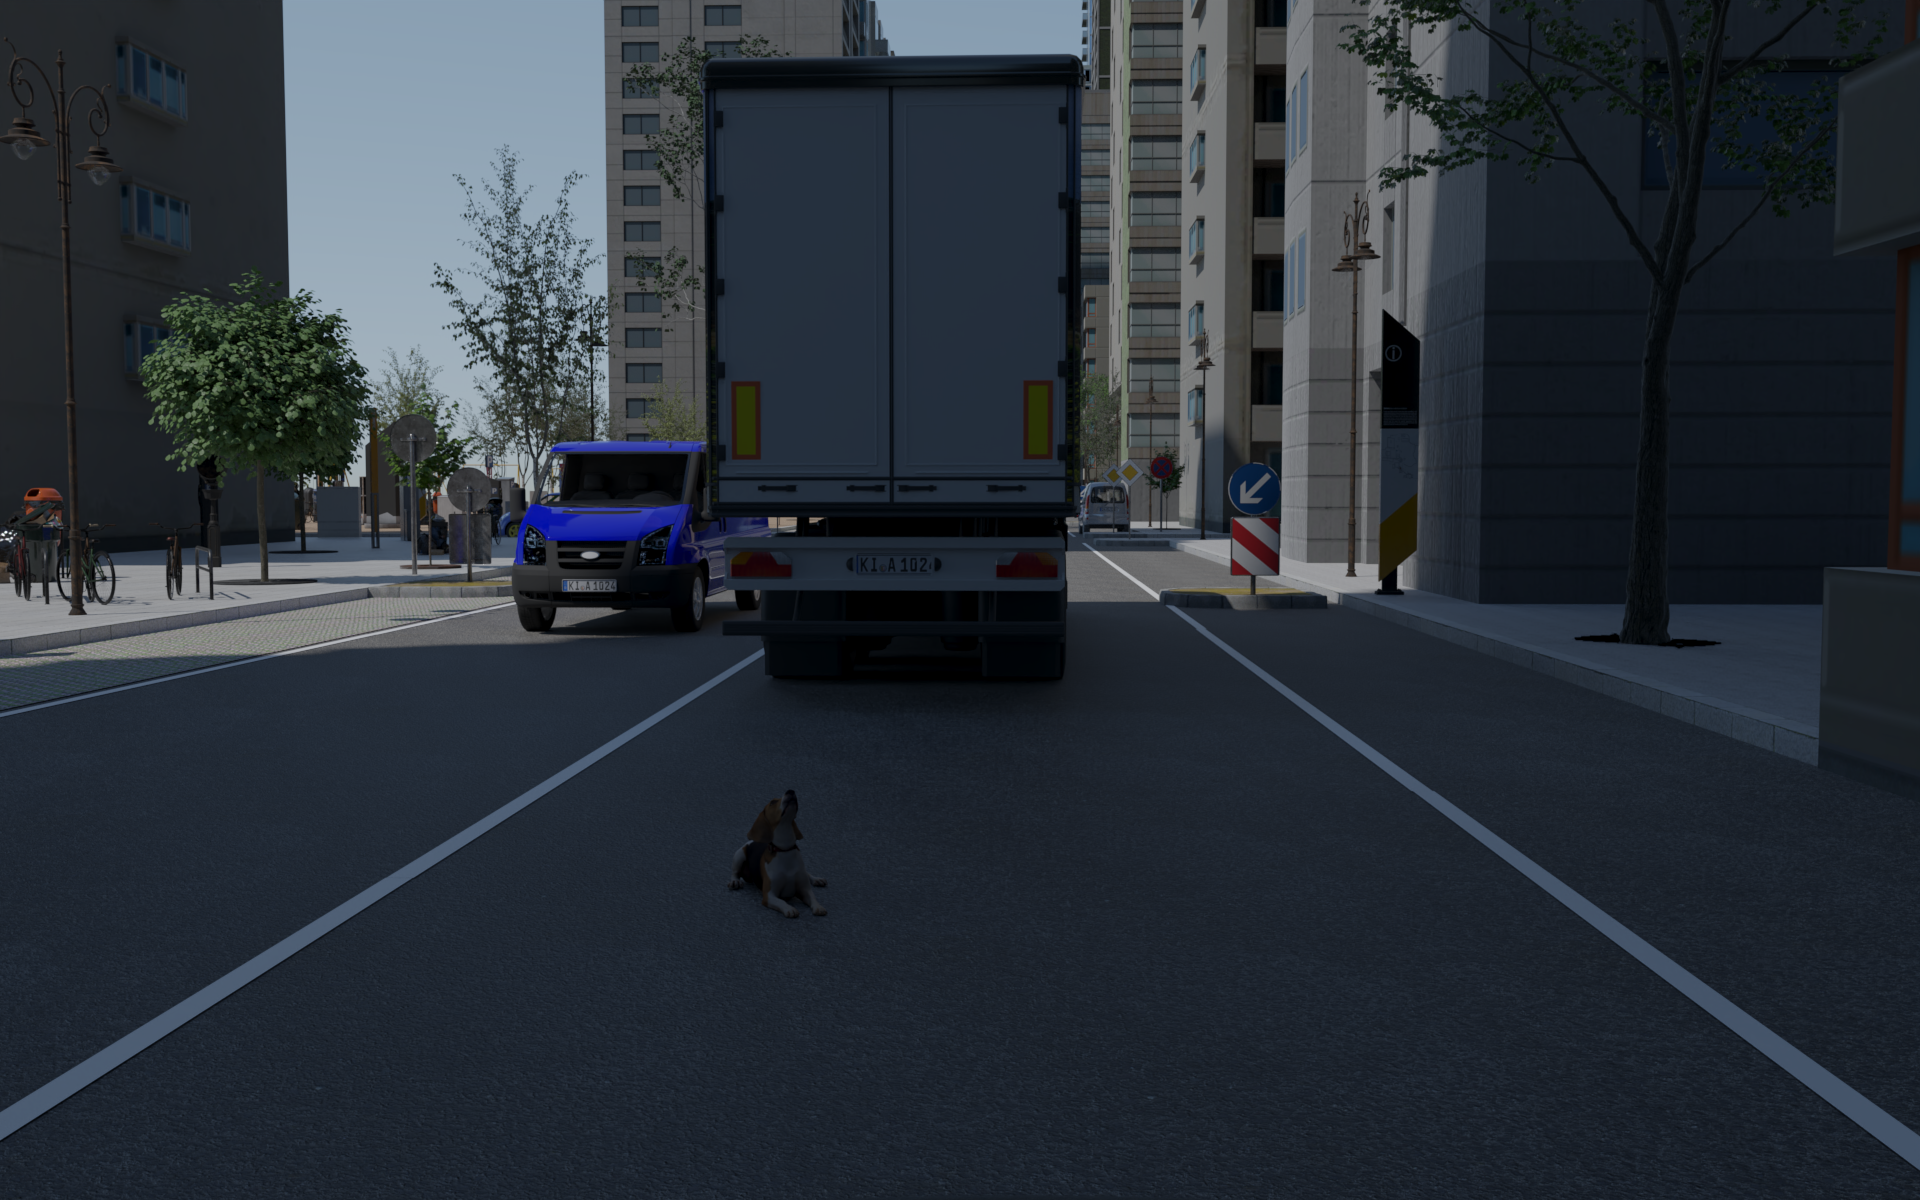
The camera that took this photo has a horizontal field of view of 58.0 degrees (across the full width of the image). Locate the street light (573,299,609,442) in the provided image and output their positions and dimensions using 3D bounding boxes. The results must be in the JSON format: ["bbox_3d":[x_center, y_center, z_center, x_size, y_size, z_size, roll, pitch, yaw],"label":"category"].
[{"bbox_3d":[-8.631,-4.152,40.671,0.468,5.910,1.993,0,4,2],"label":"street light"}]

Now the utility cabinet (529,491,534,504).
[{"bbox_3d":[-28.943,-6.741,118.901,1.173,1.500,0.318,-1,4,-20],"label":"utility cabinet"}]

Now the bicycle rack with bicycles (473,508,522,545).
[{"bbox_3d":[-11.319,-1.825,43.220,2.852,0.926,2.925,0,4,5],"label":"bicycle rack with bicycles"}]

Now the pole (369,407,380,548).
[{"bbox_3d":[-13.813,-2.874,40.839,0.158,3.312,0.155,0,3,0],"label":"pole"}]

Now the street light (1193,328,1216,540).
[{"bbox_3d":[6.821,-4.628,48.455,0.468,5.910,1.993,0,4,2],"label":"street light"}]

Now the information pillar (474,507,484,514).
[{"bbox_3d":[-18.759,-3.853,67.485,0.304,2.012,0.304,-3,4,-38],"label":"information pillar"}]

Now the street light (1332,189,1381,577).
[{"bbox_3d":[6.070,-3.297,26.690,0.468,5.910,1.993,0,4,2],"label":"street light"}]

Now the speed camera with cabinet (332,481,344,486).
[{"bbox_3d":[-41.835,-7.575,118.192,2.038,3.252,0.660,1,4,11],"label":"speed camera with cabinet"}]

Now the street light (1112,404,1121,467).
[{"bbox_3d":[8.051,-7.088,88.669,0.468,5.910,1.993,0,4,2],"label":"street light"}]

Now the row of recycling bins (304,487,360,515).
[{"bbox_3d":[-37.954,-5.982,104.917,3.534,1.692,1.069,-2,4,-30],"label":"row of recycling bins"}]

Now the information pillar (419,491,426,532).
[{"bbox_3d":[-18.442,-4.133,58.925,0.504,3.616,0.183,0,4,-6],"label":"information pillar"}]

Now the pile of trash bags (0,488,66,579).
[{"bbox_3d":[-14.974,-1.051,26.930,3.447,1.369,1.912,2,4,33],"label":"pile of trash bags"}]

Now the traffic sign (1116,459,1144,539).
[{"bbox_3d":[4.793,-2.769,48.922,0.795,2.450,0.064,0,4,2],"label":"traffic sign"}]

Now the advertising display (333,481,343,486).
[{"bbox_3d":[-30.083,-4.804,83.759,0.123,1.923,0.974,0,4,2],"label":"advertising display"}]

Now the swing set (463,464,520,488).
[{"bbox_3d":[-24.688,-5.755,91.716,3.119,2.851,2.862,-1,4,-9],"label":"swing set"}]

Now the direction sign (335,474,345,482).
[{"bbox_3d":[-40.100,-7.336,111.932,0.379,3.537,0.876,2,4,28],"label":"direction sign"}]

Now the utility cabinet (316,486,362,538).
[{"bbox_3d":[-17.974,-2.537,50.155,1.173,1.500,0.318,0,4,-4],"label":"utility cabinet"}]

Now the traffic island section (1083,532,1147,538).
[{"bbox_3d":[5.075,-2.122,56.979,2.009,0.180,2.903,0,4,2],"label":"traffic island section"}]

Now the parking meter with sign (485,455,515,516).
[{"bbox_3d":[-20.376,-4.982,77.709,1.738,3.016,0.543,1,4,15],"label":"parking meter with sign"}]

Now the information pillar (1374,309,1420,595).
[{"bbox_3d":[5.558,-1.873,21.979,0.504,3.616,0.183,0,4,3],"label":"information pillar"}]

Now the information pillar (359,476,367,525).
[{"bbox_3d":[-24.732,-4.127,71.962,0.304,2.012,0.304,3,5,44],"label":"information pillar"}]

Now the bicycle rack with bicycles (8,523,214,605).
[{"bbox_3d":[-10.295,-0.471,21.087,2.852,0.926,2.925,-2,4,-28],"label":"bicycle rack with bicycles"}]

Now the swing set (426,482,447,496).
[{"bbox_3d":[-34.394,-7.294,116.881,2.862,2.851,3.119,1,4,16],"label":"swing set"}]

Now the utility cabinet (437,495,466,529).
[{"bbox_3d":[-18.763,-3.228,63.944,1.020,1.237,0.306,1,4,14],"label":"utility cabinet"}]

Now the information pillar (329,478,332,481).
[{"bbox_3d":[-48.218,-8.635,132.534,0.183,3.616,0.504,1,4,19],"label":"information pillar"}]

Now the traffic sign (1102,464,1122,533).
[{"bbox_3d":[5.051,-3.258,56.903,0.795,2.450,0.064,0,4,2],"label":"traffic sign"}]

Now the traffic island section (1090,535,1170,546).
[{"bbox_3d":[4.817,-1.634,48.998,2.009,0.180,2.903,0,4,2],"label":"traffic island section"}]

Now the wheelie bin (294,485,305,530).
[{"bbox_3d":[-23.749,-3.287,61.653,0.693,1.594,0.980,-3,5,-41],"label":"wheelie bin"}]

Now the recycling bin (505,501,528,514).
[{"bbox_3d":[-15.806,-3.011,61.779,0.722,1.027,0.722,0,4,-5],"label":"recycling bin"}]

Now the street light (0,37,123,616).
[{"bbox_3d":[-9.356,-2.777,18.186,0.468,5.910,1.993,0,4,2],"label":"street light"}]

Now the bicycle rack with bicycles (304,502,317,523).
[{"bbox_3d":[-28.939,-3.895,77.063,2.925,0.926,2.852,2,4,34],"label":"bicycle rack with bicycles"}]

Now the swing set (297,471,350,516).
[{"bbox_3d":[-24.580,-4.142,65.347,3.119,2.851,2.862,1,4,13],"label":"swing set"}]

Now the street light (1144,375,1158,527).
[{"bbox_3d":[7.397,-5.774,67.199,0.468,5.910,1.993,0,4,2],"label":"street light"}]

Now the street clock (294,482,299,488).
[{"bbox_3d":[-39.299,-5.976,102.279,0.358,2.002,0.471,3,4,38],"label":"street clock"}]

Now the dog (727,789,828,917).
[{"bbox_3d":[-0.600,0.854,6.237,0.550,0.427,0.748,1,4,22],"label":"dog"}]

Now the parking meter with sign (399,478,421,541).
[{"bbox_3d":[-15.202,-3.148,47.724,0.543,3.016,1.738,-2,4,-27],"label":"parking meter with sign"}]

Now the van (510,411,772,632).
[{"bbox_3d":[-3.524,-0.945,19.830,2.240,2.365,5.245,0,4,4],"label":"van"}]

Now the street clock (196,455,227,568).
[{"bbox_3d":[-13.033,-1.569,30.230,0.471,2.002,0.358,-1,4,-9],"label":"street clock"}]

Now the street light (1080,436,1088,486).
[{"bbox_3d":[9.520,-9.711,131.556,0.468,5.910,1.993,0,4,2],"label":"street light"}]

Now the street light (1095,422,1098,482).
[{"bbox_3d":[8.685,-8.411,110.312,0.468,5.910,1.993,0,4,2],"label":"street light"}]

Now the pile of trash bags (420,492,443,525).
[{"bbox_3d":[-23.439,-4.173,77.979,1.912,1.369,3.447,1,4,19],"label":"pile of trash bags"}]

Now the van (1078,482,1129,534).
[{"bbox_3d":[5.097,-3.324,61.358,2.013,2.044,4.112,0,4,1],"label":"van"}]
